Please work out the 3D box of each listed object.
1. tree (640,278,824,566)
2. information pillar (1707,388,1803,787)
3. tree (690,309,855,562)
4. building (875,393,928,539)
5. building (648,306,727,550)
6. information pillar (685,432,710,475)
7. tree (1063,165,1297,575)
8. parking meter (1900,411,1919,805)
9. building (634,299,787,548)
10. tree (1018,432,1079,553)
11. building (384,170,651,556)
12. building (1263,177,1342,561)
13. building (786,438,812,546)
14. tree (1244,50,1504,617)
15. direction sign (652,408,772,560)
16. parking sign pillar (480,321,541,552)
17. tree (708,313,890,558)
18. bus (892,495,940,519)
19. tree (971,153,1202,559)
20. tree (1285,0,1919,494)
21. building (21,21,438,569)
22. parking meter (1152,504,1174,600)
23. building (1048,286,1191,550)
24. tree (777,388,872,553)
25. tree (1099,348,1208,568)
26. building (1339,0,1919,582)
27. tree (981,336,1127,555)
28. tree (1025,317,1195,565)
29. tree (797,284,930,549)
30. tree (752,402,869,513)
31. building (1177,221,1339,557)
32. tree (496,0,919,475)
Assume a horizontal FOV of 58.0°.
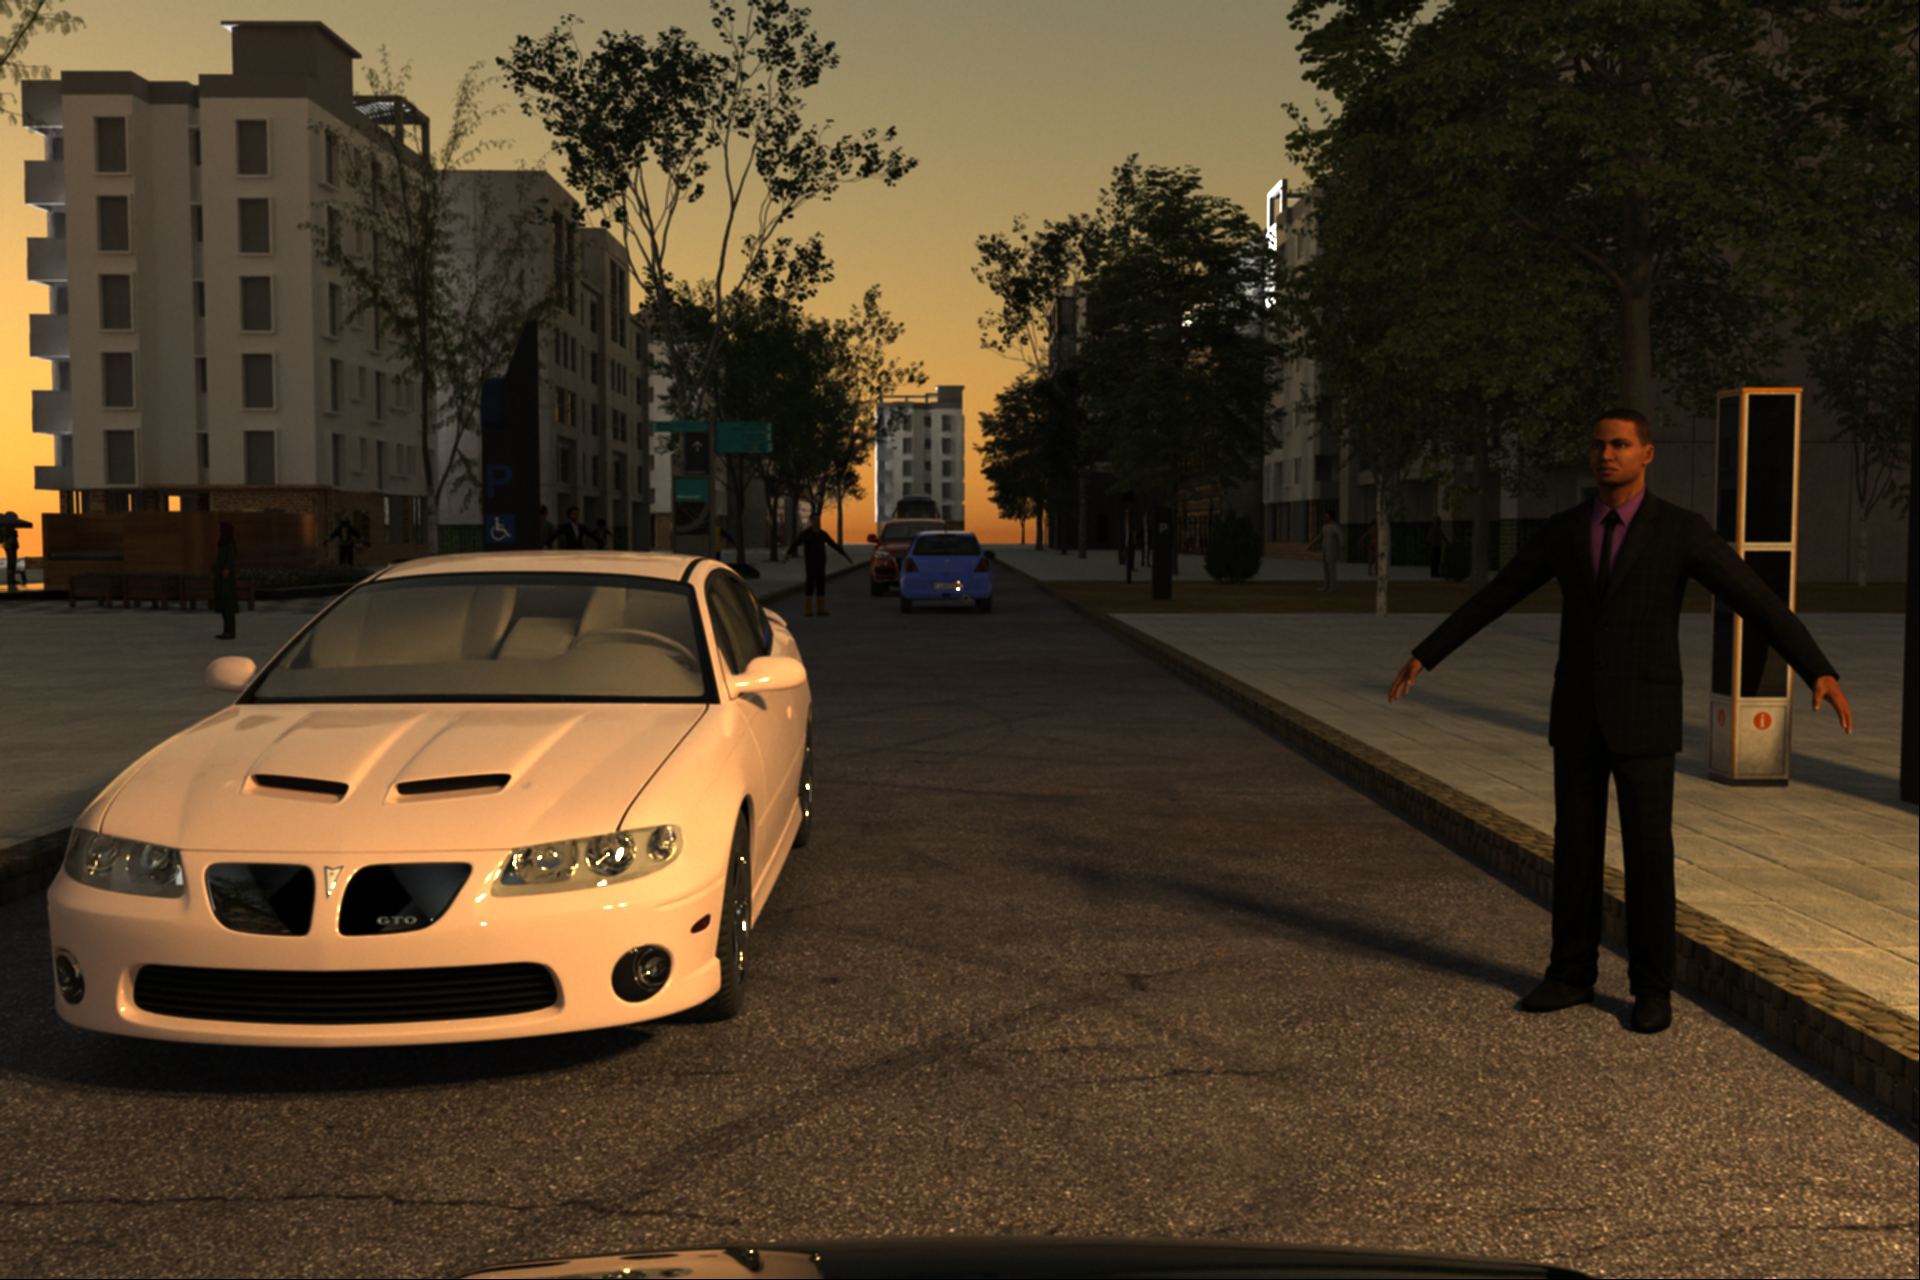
[{"bbox_3d":[-9.048,-8.860,70.619,9.928,11.665,9.643,0,3,0],"label":"tree"},{"bbox_3d":[4.064,-0.268,8.873,0.304,2.012,0.304,0,3,0],"label":"information pillar"},{"bbox_3d":[-8.742,-9.457,80.378,9.928,11.665,9.643,0,3,0],"label":"tree"},{"bbox_3d":[-10.621,-22.386,224.885,11.380,20.090,16.016,0,4,2],"label":"building"},{"bbox_3d":[-26.062,-17.644,144.907,16.016,20.090,11.380,0,4,-1],"label":"building"},{"bbox_3d":[-6.492,-3.299,43.311,0.750,3.857,0.750,0,4,0],"label":"information pillar"},{"bbox_3d":[6.841,-8.310,53.996,7.486,12.596,7.792,0,3,0],"label":"tree"},{"bbox_3d":[4.731,-0.153,8.205,0.399,1.863,0.255,0,4,0],"label":"parking meter"},{"bbox_3d":[-27.116,-20.629,168.216,19.493,23.208,18.063,0,3,0],"label":"building"},{"bbox_3d":[5.620,-10.261,118.122,4.360,8.622,3.978,0,3,0],"label":"tree"},{"bbox_3d":[-28.838,-14.291,100.111,16.747,18.905,31.486,0,4,-1],"label":"building"},{"bbox_3d":[21.793,-14.509,93.639,16.016,20.090,11.380,0,3,0],"label":"building"},{"bbox_3d":[-26.655,-22.222,194.261,19.493,23.208,18.063,0,4,0],"label":"building"},{"bbox_3d":[6.472,-4.653,26.437,4.737,8.622,4.395,0,3,0],"label":"tree"},{"bbox_3d":[-5.249,-2.965,37.240,2.525,3.948,1.411,0,4,-1],"label":"direction sign"},{"bbox_3d":[-5.535,-2.013,21.385,1.447,3.967,1.447,0,4,-1],"label":"parking sign pillar"},{"bbox_3d":[-9.016,-11.228,93.950,12.009,13.543,11.850,0,3,0],"label":"tree"},{"bbox_3d":[-2.721,-7.393,112.416,2.896,3.916,12.251,0,4,0],"label":"bus"},{"bbox_3d":[6.526,-14.196,87.989,12.611,20.169,13.585,0,3,0],"label":"tree"},{"bbox_3d":[6.554,-6.032,16.756,7.486,12.596,7.792,0,3,0],"label":"tree"},{"bbox_3d":[-28.612,-12.780,65.369,16.016,20.090,11.380,0,4,0],"label":"building"},{"bbox_3d":[3.970,-1.723,33.877,0.399,1.863,0.255,0,4,-2],"label":"parking meter"},{"bbox_3d":[21.905,-19.281,159.222,27.936,21.610,32.646,0,4,0],"label":"building"},{"bbox_3d":[-9.486,-11.749,117.849,9.928,11.665,9.643,0,3,0],"label":"tree"},{"bbox_3d":[7.028,-7.042,65.492,4.360,8.622,3.978,0,3,0],"label":"tree"},{"bbox_3d":[25.479,-11.923,61.400,16.747,18.905,31.486,0,4,0],"label":"building"},{"bbox_3d":[6.399,-12.080,107.880,12.009,13.543,11.850,0,3,0],"label":"tree"},{"bbox_3d":[6.506,-8.455,72.650,7.601,10.594,8.767,1,4,19],"label":"tree"},{"bbox_3d":[-8.707,-16.898,132.163,12.611,20.169,13.585,0,3,0],"label":"tree"},{"bbox_3d":[-9.084,-10.543,106.790,7.601,10.594,8.767,2,4,25],"label":"tree"},{"bbox_3d":[23.869,-16.863,106.639,19.493,23.208,18.063,0,4,-1],"label":"building"},{"bbox_3d":[-8.121,-12.204,55.426,12.611,20.169,13.585,0,3,0],"label":"tree"}]
